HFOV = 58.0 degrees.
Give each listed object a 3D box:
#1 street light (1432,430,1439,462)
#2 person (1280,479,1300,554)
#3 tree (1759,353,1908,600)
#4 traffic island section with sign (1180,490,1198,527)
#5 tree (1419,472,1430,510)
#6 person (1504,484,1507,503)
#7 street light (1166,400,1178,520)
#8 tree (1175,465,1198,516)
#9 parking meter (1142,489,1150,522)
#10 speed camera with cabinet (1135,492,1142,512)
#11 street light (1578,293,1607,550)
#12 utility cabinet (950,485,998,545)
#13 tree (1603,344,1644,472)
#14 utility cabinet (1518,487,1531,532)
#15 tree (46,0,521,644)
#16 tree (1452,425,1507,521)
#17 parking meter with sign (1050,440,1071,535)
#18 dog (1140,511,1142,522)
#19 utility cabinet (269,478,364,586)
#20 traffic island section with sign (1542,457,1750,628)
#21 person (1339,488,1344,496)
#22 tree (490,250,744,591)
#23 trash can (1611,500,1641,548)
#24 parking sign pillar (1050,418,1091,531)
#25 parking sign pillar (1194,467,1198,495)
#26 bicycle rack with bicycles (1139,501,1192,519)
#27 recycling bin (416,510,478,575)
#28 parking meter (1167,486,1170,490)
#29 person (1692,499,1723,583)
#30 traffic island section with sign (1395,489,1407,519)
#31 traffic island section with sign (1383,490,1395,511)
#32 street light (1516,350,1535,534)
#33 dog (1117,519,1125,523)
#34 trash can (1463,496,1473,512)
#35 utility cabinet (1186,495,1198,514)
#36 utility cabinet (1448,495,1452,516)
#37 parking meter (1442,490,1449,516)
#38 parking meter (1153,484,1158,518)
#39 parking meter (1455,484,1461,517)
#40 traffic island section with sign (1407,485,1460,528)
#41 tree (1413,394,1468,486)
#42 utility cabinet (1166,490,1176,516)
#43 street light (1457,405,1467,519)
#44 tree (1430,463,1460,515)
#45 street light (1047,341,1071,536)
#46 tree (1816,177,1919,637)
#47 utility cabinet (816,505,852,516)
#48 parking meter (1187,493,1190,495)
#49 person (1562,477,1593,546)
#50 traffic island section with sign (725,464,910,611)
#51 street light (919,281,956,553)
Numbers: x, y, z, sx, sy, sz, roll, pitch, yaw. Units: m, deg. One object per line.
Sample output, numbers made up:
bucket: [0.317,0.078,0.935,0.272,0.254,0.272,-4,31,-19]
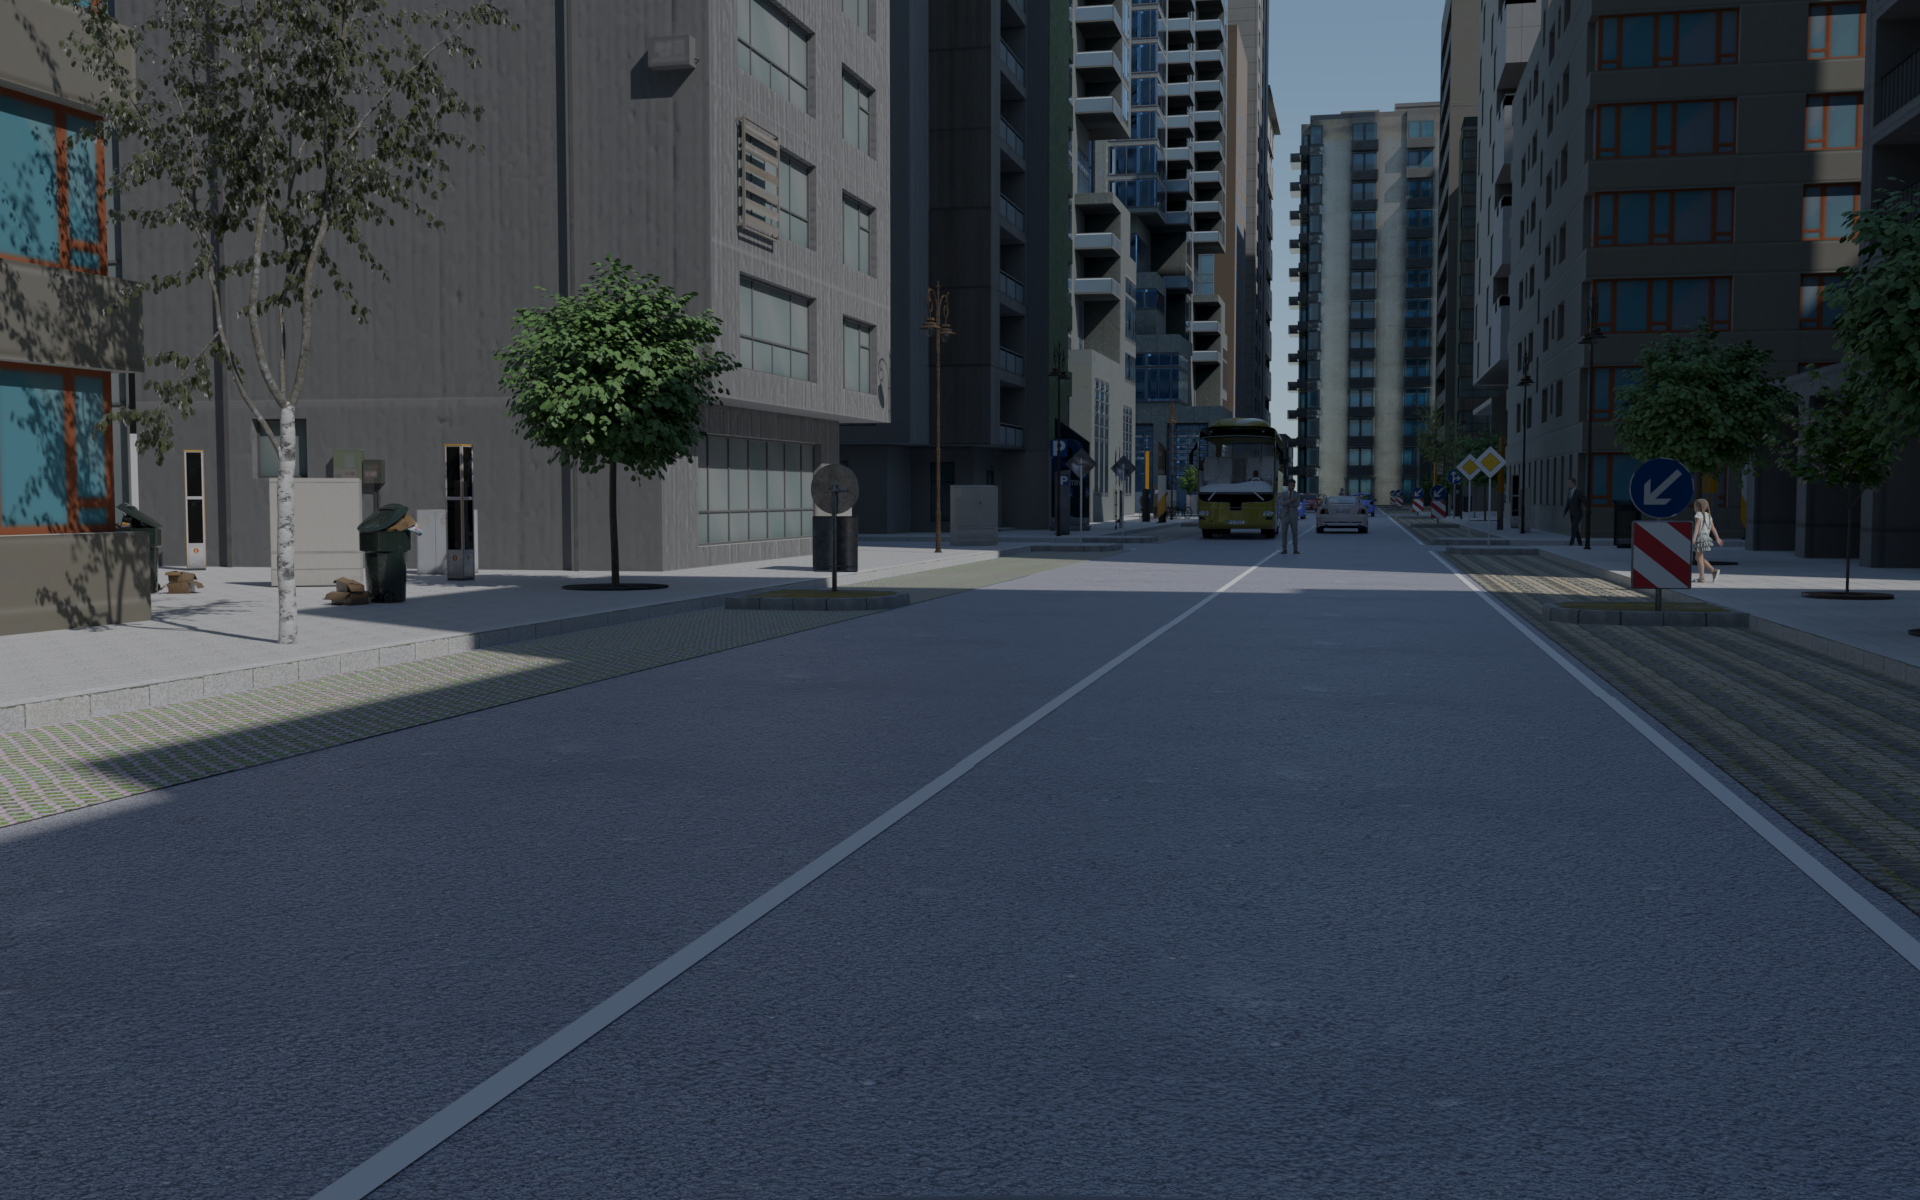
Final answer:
street light: [33.456,-9.124,121.961,0.468,5.910,1.993,1,4,13]
person: [7.912,-2.008,41.510,0.511,1.800,0.466,0,4,-1]
tree: [11.059,-1.642,21.454,1.663,3.219,1.824,0,3,0]
traffic island section with sign: [10.765,-4.119,75.980,1.989,1.847,2.006,1,4,13]
tree: [38.168,-8.861,139.473,1.663,3.219,1.824,0,3,0]
person: [27.622,-4.976,87.588,0.537,1.800,0.526,2,4,25]
street light: [10.435,-6.877,85.220,0.468,5.910,1.993,1,4,13]
tree: [13.343,-6.516,101.141,1.663,3.219,1.824,0,3,0]
parking meter: [8.555,-4.353,79.583,0.372,1.533,0.369,0,3,0]
speed camera with cabinet: [12.164,-7.925,123.915,2.038,3.252,0.660,0,4,-2]
street light: [14.529,-4.106,39.926,0.468,5.910,1.993,1,4,13]
utility cabinet: [0.357,-2.099,43.003,1.173,1.500,0.318,-2,4,-24]
tree: [13.509,-2.929,31.606,4.285,4.588,4.351,0,3,0]
utility cabinet: [18.944,-3.024,58.120,0.318,1.500,1.173,1,4,13]
tree: [-5.831,-3.944,14.842,4.360,8.622,3.978,0,3,0]
tree: [25.129,-6.055,82.714,4.285,4.588,4.351,0,3,0]
parking meter with sign: [3.215,-3.576,54.721,0.543,3.016,1.738,0,4,-4]
dog: [8.587,-3.901,80.612,0.540,0.507,0.406,1,4,23]
utility cabinet: [-8.909,-0.937,23.997,1.173,1.500,0.318,-1,4,-13]
traffic island section with sign: [7.690,-0.671,19.602,1.989,1.847,2.006,1,4,13]
person: [22.379,-5.660,101.209,0.590,1.801,0.661,0,4,3]
tree: [-4.631,-2.437,23.557,4.285,4.588,4.351,0,3,0]
trash can: [15.806,-1.796,41.013,0.748,1.137,0.748,0,3,0]
parking sign pillar: [3.872,-4.415,60.663,1.447,3.967,1.447,2,4,28]
parking sign pillar: [17.133,-8.284,123.917,1.447,3.967,1.447,0,4,-4]
bicycle rack with bicycles: [10.712,-4.685,89.985,2.925,0.926,2.852,-1,4,-17]
recycling bin: [-8.239,-0.935,27.840,0.722,1.027,0.722,1,4,15]
parking meter: [14.144,-6.885,118.274,0.255,1.863,0.399,-3,5,-41]
person: [10.723,-0.850,24.961,0.505,1.210,0.382,-3,5,-41]
traffic island section with sign: [26.332,-5.596,100.127,1.989,1.847,2.006,1,4,13]
traffic island section with sign: [37.838,-8.633,149.772,1.989,1.847,2.006,1,4,13]
street light: [18.170,-5.075,55.760,0.468,5.910,1.993,1,4,13]
dog: [7.223,-3.639,77.227,0.550,0.427,0.748,2,4,25]
trash can: [35.737,-6.745,121.935,0.748,1.137,0.748,0,3,0]
utility cabinet: [14.978,-6.080,110.577,1.020,1.237,0.306,0,4,-2]
utility cabinet: [28.597,-5.521,101.432,0.306,1.237,1.020,1,4,21]
parking meter: [28.132,-5.630,100.464,0.372,1.533,0.369,0,3,0]
parking meter: [10.510,-5.311,92.552,0.399,1.863,0.255,1,4,13]
parking meter: [28.198,-5.653,98.132,0.399,1.863,0.255,1,4,15]
traffic island section with sign: [20.254,-3.990,73.863,1.989,1.847,2.006,1,4,13]
tree: [34.936,-10.802,126.976,4.737,8.622,4.395,0,3,0]
utility cabinet: [11.651,-5.461,97.970,1.173,1.500,0.318,-1,4,-20]
street light: [25.665,-7.078,88.512,0.468,5.910,1.993,1,4,13]
tree: [30.470,-6.936,108.004,1.663,3.219,1.824,0,3,0]
street light: [2.996,-4.873,52.456,0.468,5.910,1.993,1,4,13]
tree: [9.396,-1.941,15.450,4.285,4.588,4.351,0,3,0]
utility cabinet: [-2.129,-1.251,29.126,0.318,1.500,1.173,1,4,12]
parking meter: [14.945,-6.567,113.082,0.255,1.863,0.399,1,4,11]
person: [15.519,-2.175,43.833,0.755,1.850,0.659,-1,4,-19]
traffic island section with sign: [-1.716,-0.822,22.074,1.989,1.847,2.006,1,4,13]
street light: [-0.477,-3.972,37.727,0.468,5.910,1.993,1,4,13]
